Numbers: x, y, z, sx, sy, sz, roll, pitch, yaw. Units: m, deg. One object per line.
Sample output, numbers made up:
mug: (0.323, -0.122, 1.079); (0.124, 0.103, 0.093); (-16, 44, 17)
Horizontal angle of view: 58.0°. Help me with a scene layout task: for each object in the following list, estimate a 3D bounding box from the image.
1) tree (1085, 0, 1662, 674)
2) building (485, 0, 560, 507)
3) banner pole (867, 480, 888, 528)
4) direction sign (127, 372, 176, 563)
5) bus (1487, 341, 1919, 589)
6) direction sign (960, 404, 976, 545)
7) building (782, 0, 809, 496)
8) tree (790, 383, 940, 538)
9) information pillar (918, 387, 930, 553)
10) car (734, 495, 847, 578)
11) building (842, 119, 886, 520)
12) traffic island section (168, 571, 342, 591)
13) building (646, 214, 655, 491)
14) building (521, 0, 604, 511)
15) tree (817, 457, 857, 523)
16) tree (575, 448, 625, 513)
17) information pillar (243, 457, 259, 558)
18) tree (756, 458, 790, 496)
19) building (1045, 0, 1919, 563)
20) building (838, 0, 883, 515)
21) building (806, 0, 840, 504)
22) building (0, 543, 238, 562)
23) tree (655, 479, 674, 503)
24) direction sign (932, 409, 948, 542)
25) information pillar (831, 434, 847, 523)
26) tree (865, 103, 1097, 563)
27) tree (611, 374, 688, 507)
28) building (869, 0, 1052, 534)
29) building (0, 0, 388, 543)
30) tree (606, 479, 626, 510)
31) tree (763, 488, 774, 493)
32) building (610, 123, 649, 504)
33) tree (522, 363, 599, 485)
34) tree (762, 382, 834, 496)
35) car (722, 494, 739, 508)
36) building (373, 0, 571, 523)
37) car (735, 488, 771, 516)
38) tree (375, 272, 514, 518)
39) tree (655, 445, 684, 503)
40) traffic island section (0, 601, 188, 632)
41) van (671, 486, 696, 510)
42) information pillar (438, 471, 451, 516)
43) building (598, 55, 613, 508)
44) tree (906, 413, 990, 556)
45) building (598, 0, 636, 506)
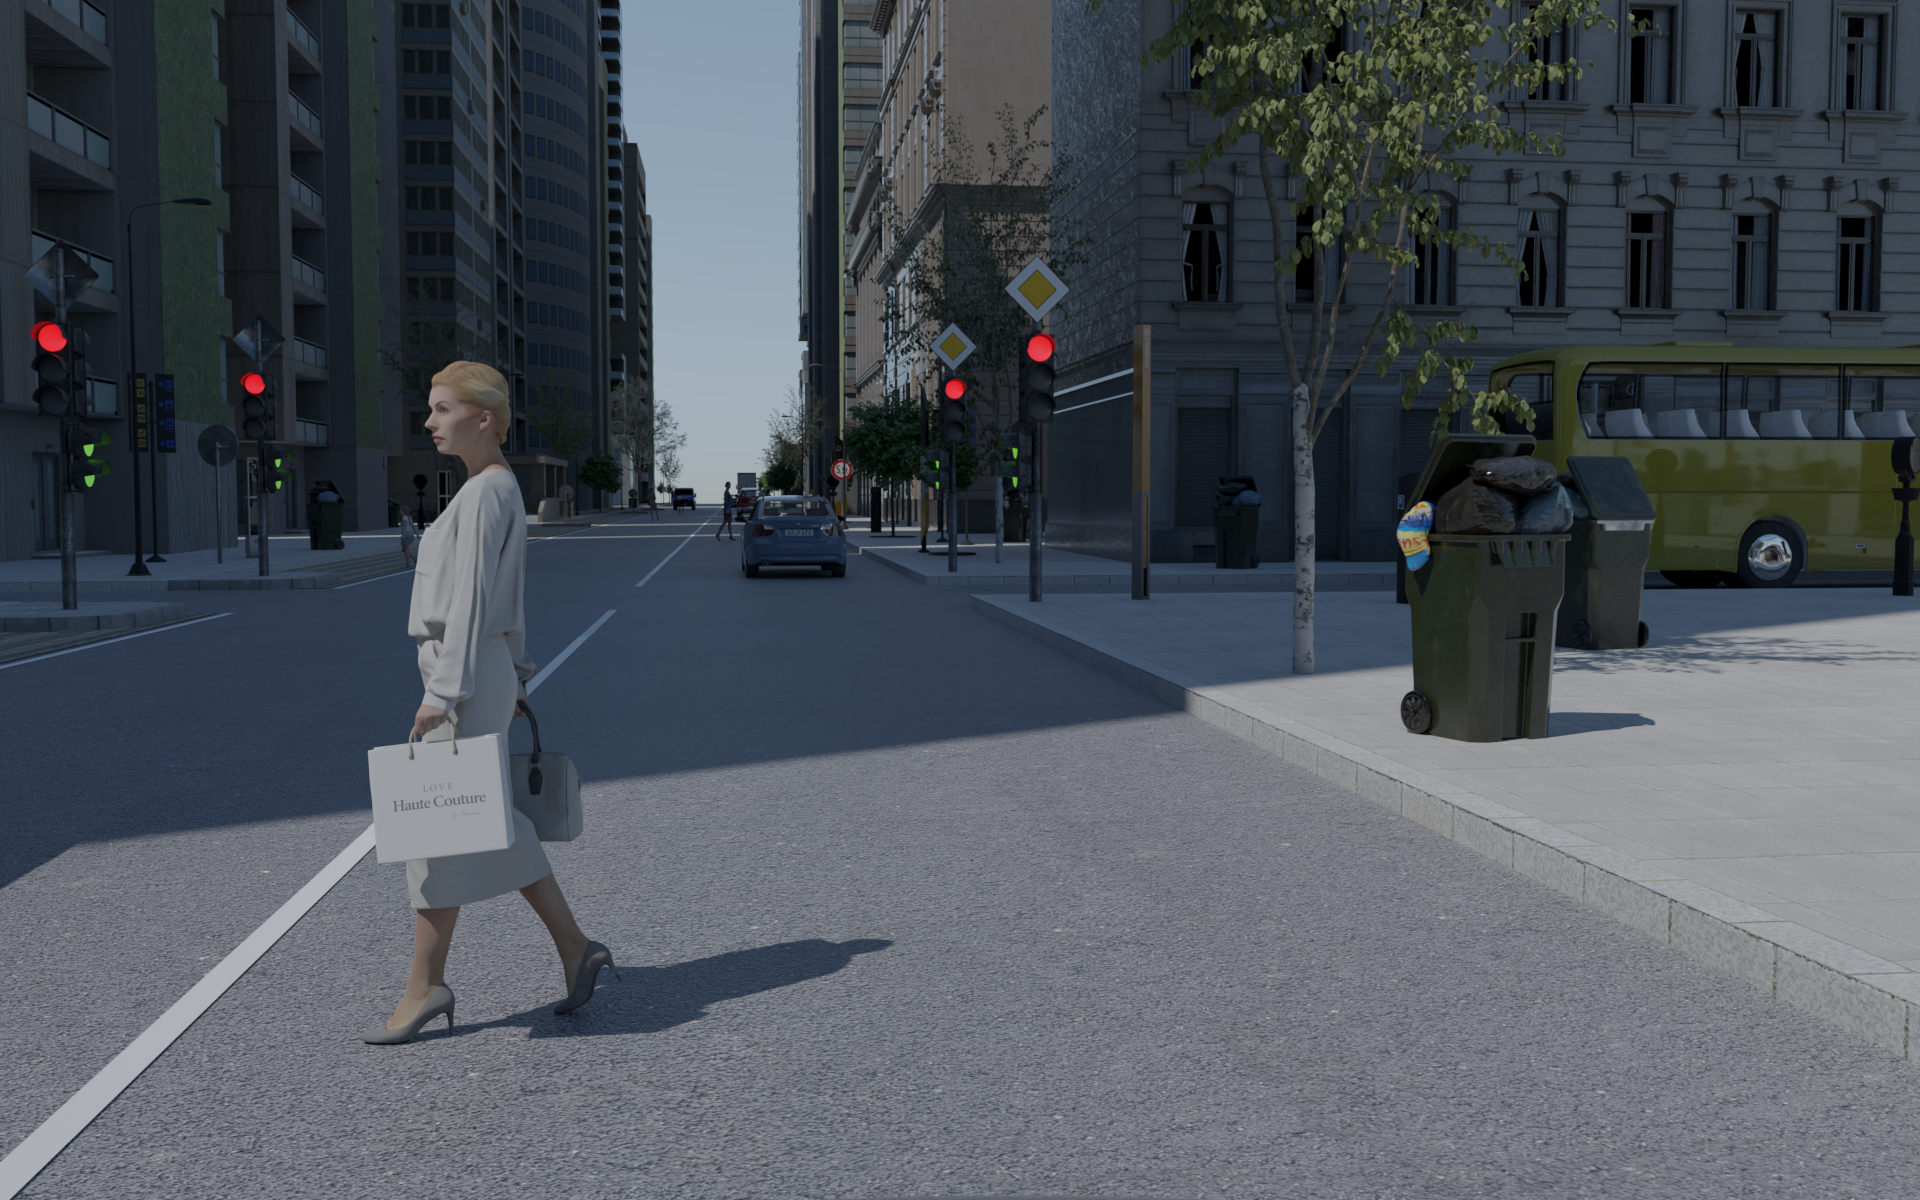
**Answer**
tree: (2.539, -3.766, 11.930); (4.737, 8.622, 4.395); (0, 3, 0)
building: (-36.569, -41.057, 109.541); (20.563, 71.187, 20.611); (0, 4, -7)
banner pole: (-3.074, -4.570, 64.742); (0.863, 3.779, 0.401); (0, 4, 3)
direction sign: (-15.152, -2.479, 32.531); (0.379, 3.537, 0.876); (3, 4, 38)
bus: (14.358, -2.129, 26.359); (12.252, 3.916, 2.896); (0, 4, -6)
direction sign: (0.177, -3.148, 43.473); (0.379, 3.537, 0.876); (2, 4, 27)
building: (-14.095, -57.081, 245.945); (22.319, 86.520, 31.000); (0, 4, -7)
tree: (-1.955, -4.144, 51.462); (4.285, 4.588, 4.351); (0, 3, 0)
information pillar: (-0.770, -2.838, 37.756); (0.183, 3.616, 0.504); (-1, 4, -14)
car: (-3.025, -1.166, 31.074); (2.014, 1.417, 4.499); (-1, 4, -8)
building: (1.091, -15.331, 92.459); (13.314, 21.916, 24.055); (0, 4, -7)
traffic island section: (-10.950, -0.301, 27.205); (2.009, 0.180, 2.903); (0, 4, -7)
building: (-50.856, -34.368, 245.508); (14.154, 41.232, 14.086); (0, 4, -7)
building: (-39.664, -36.214, 134.097); (21.231, 58.520, 28.212); (0, 4, -7)
tree: (-5.324, -5.106, 78.088); (1.663, 3.219, 1.824); (0, 3, 0)
tree: (-25.074, -8.389, 120.881); (4.285, 4.588, 4.351); (0, 3, 0)
information pillar: (-14.167, -1.851, 34.753); (0.304, 2.012, 0.304); (-3, 4, -36)
tree: (-15.948, -10.512, 155.583); (4.285, 4.588, 4.351); (0, 3, 0)
building: (11.464, -11.498, 37.144); (18.267, 20.994, 9.793); (0, 4, -7)
building: (-1.051, -26.333, 114.135); (14.154, 41.232, 14.086); (0, 4, -7)
building: (-3.888, -38.005, 163.385); (21.231, 58.520, 28.212); (0, 4, -7)
building: (-23.608, -21.377, 33.111); (14.154, 41.232, 14.086); (0, 4, -7)
tree: (-38.130, -13.890, 221.708); (1.663, 3.219, 1.824); (0, 3, 0)
direction sign: (-0.468, -3.304, 46.012); (0.379, 3.537, 0.876); (-3, 4, -36)
information pillar: (-4.673, -4.671, 67.728); (0.504, 3.616, 0.183); (-1, 4, -16)
tree: (0.499, -4.985, 31.873); (4.360, 8.622, 3.978); (0, 3, 0)
tree: (-32.824, -16.253, 176.100); (12.009, 13.543, 11.850); (0, 3, 0)
building: (3.602, -16.549, 67.836); (12.463, 27.353, 25.104); (0, 4, -7)
building: (-27.150, -22.709, 54.882); (14.154, 41.232, 14.086); (0, 4, -7)
tree: (-27.808, -8.791, 138.326); (1.663, 3.219, 1.824); (0, 3, 0)
tree: (-26.948, -15.156, 242.404); (1.663, 3.219, 1.824); (0, 3, 0)
building: (-52.188, -36.854, 226.271); (21.300, 48.544, 21.600); (0, 4, -7)
tree: (-22.662, -9.052, 98.358); (4.737, 8.622, 4.395); (0, 3, 0)
tree: (-10.428, -9.949, 113.035); (4.360, 8.622, 3.978); (0, 3, 0)
car: (-20.694, -9.073, 158.132); (2.009, 1.686, 4.222); (-1, 4, -8)
building: (-35.552, -23.802, 81.044); (32.217, 40.220, 23.993); (0, 4, -7)
car: (-12.844, -6.046, 107.533); (2.281, 1.827, 5.304); (0, 4, -8)
tree: (-17.350, -6.605, 58.362); (4.360, 8.622, 3.978); (0, 3, 0)
tree: (-41.466, -18.149, 247.091); (4.737, 8.622, 4.395); (0, 3, 0)
traffic island section: (-9.928, 0.183, 19.285); (2.009, 0.180, 2.903); (0, 4, -7)
van: (-24.799, -9.266, 155.883); (2.240, 2.365, 5.245); (0, 4, -7)
information pillar: (-16.385, -3.093, 55.063); (0.304, 2.012, 0.304); (0, 4, 5)
building: (-39.157, -28.892, 155.974); (14.154, 41.232, 14.086); (0, 4, -7)
tree: (-0.180, -2.564, 36.527); (1.663, 3.219, 1.824); (0, 3, 0)
building: (-48.790, -54.215, 199.080); (22.319, 86.520, 31.000); (0, 4, -7)
